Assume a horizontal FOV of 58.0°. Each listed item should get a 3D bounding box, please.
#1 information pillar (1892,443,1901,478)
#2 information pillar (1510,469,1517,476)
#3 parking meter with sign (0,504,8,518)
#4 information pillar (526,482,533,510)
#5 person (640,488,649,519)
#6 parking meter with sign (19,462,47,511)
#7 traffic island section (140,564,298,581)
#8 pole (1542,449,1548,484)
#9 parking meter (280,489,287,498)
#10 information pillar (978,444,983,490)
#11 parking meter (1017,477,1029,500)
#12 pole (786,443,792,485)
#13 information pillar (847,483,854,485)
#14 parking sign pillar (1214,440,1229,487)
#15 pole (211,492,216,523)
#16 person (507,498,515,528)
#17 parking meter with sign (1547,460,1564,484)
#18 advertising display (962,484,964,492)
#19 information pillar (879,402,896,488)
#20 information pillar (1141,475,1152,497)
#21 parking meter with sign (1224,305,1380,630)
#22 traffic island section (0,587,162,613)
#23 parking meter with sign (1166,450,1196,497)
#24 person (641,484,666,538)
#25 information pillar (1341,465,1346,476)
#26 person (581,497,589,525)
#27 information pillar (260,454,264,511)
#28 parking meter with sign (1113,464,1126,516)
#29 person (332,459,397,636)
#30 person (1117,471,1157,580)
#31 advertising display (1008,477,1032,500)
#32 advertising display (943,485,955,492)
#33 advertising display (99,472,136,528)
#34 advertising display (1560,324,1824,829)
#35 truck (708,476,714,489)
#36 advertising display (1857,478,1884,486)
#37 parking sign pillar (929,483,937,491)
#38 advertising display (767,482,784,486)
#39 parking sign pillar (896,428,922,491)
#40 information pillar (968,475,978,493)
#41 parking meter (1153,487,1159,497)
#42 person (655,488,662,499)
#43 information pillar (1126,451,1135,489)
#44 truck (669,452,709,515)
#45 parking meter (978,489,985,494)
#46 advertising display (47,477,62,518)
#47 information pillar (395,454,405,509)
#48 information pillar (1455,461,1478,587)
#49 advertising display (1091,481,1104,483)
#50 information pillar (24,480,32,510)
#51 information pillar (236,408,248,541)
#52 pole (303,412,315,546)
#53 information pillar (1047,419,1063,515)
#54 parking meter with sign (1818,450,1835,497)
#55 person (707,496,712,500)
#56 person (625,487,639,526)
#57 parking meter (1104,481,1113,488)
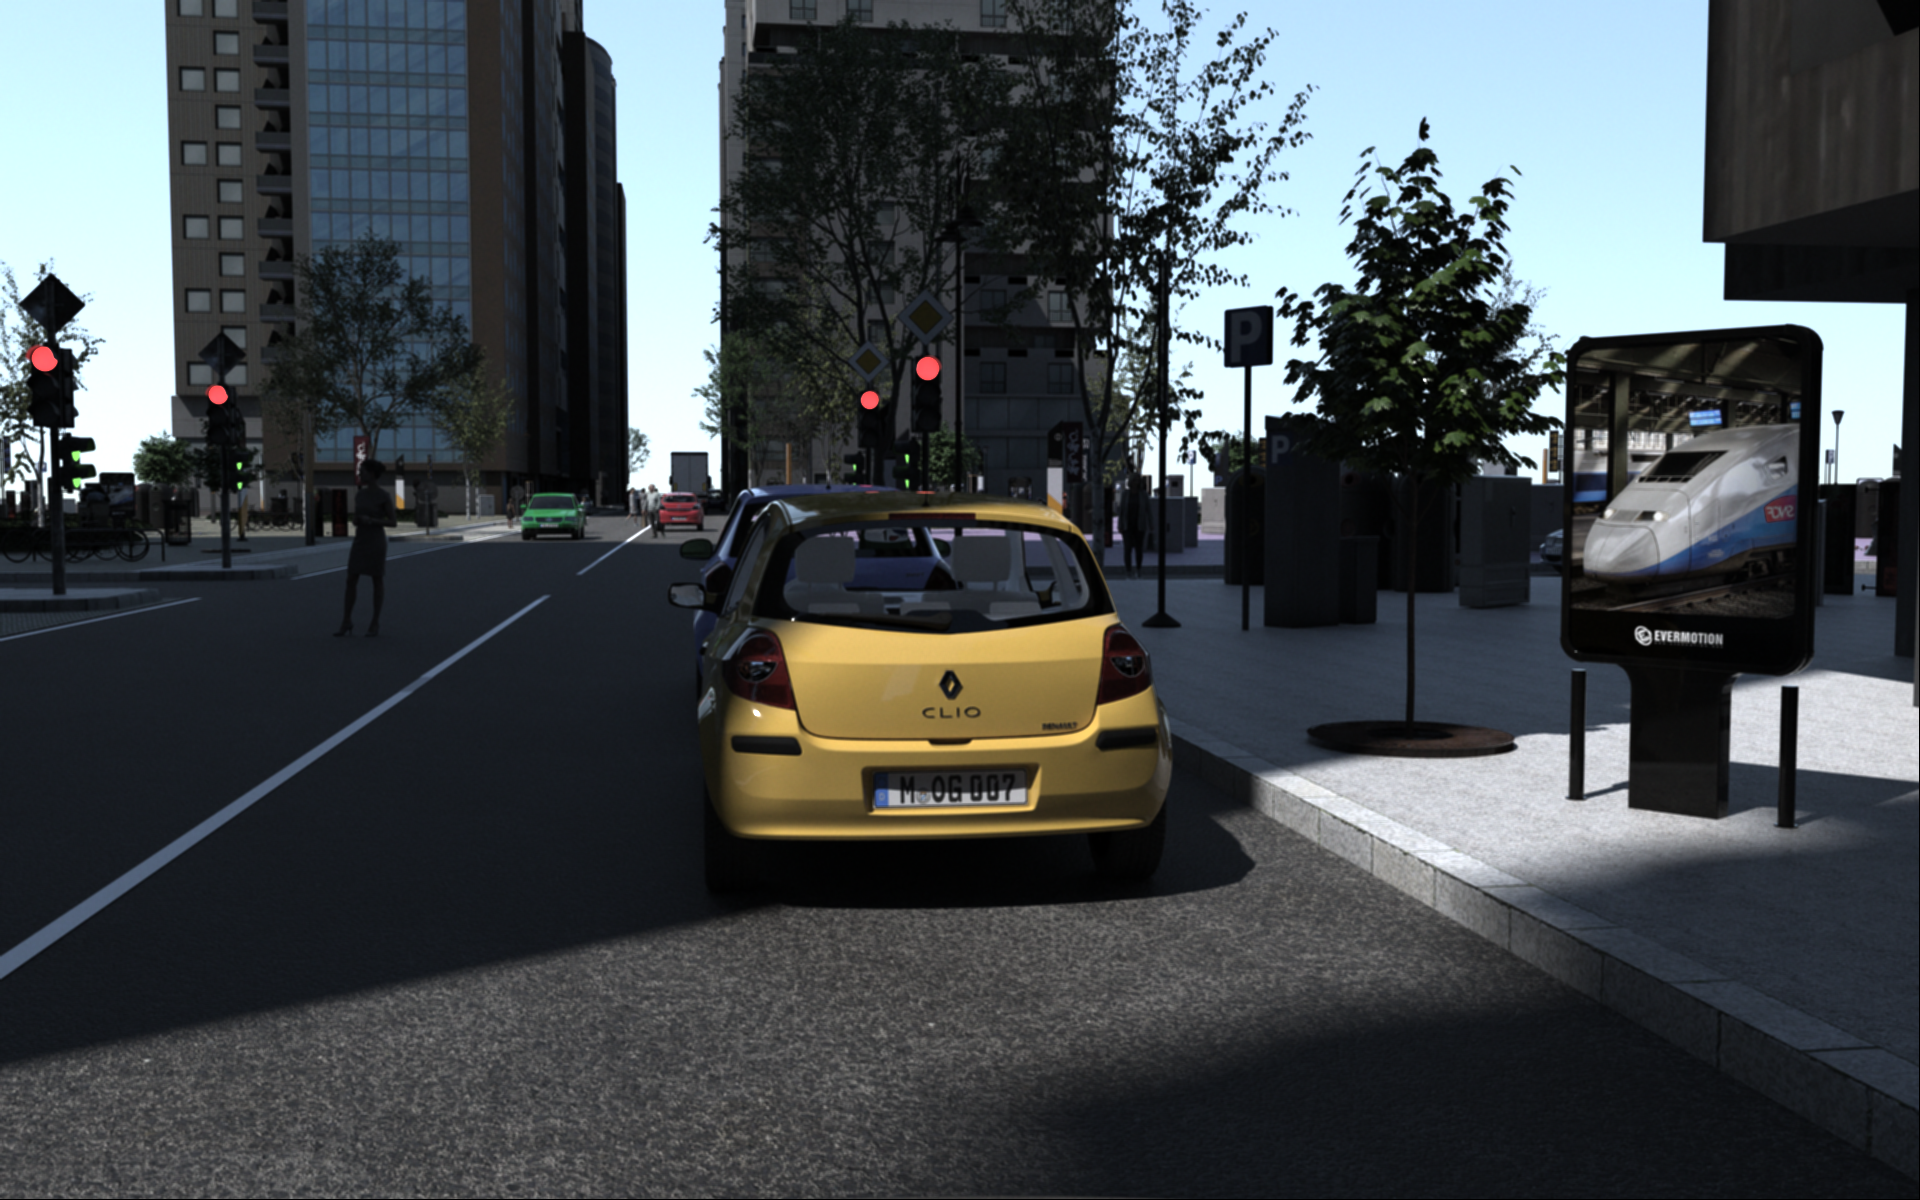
[{"bbox_3d":[43.294,-5.421,79.992,0.183,3.616,0.504,-2,4,-30],"label":"information pillar"},{"bbox_3d":[34.231,-7.086,107.215,0.504,3.616,0.183,3,4,38],"label":"information pillar"},{"bbox_3d":[-40.486,-4.647,72.235,0.543,3.016,1.738,0,4,7],"label":"parking meter with sign"},{"bbox_3d":[-25.388,-5.975,102.175,0.304,2.012,0.304,-3,5,-42],"label":"information pillar"},{"bbox_3d":[-18.155,-5.585,100.180,0.716,1.782,0.532,1,4,23],"label":"person"},{"bbox_3d":[-50.152,-5.957,93.651,0.543,3.016,1.738,0,4,7],"label":"parking meter with sign"},{"bbox_3d":[-12.766,-0.479,30.111,2.009,0.180,2.903,-1,4,-9],"label":"traffic island section"},{"bbox_3d":[26.197,-5.121,77.579,0.158,3.312,0.155,0,3,0],"label":"pole"},{"bbox_3d":[-37.516,-5.360,96.040,0.372,1.533,0.369,0,3,0],"label":"parking meter"},{"bbox_3d":[0.968,-5.493,81.161,0.183,3.616,0.504,-1,4,-21],"label":"information pillar"},{"bbox_3d":[2.153,-3.277,59.293,0.399,1.863,0.255,1,4,22],"label":"parking meter"},{"bbox_3d":[-6.889,-4.646,69.812,0.158,3.312,0.155,0,3,0],"label":"pole"},{"bbox_3d":[-5.286,-4.849,83.778,0.304,2.012,0.304,0,4,7],"label":"information pillar"},{"bbox_3d":[12.279,-5.676,81.279,1.447,3.967,1.447,1,4,21],"label":"parking sign pillar"},{"bbox_3d":[-32.665,-5.006,75.698,0.158,3.312,0.155,0,3,0],"label":"pole"},{"bbox_3d":[-18.771,-3.620,72.361,0.362,1.253,0.373,2,4,28],"label":"person"},{"bbox_3d":[30.440,-5.655,88.718,0.543,3.016,1.738,-1,4,-12],"label":"parking meter with sign"},{"bbox_3d":[-0.229,-5.542,95.827,0.974,1.923,0.123,-2,4,-27],"label":"advertising display"},{"bbox_3d":[-1.767,-3.074,41.610,0.504,3.616,0.183,0,4,-7],"label":"information pillar"},{"bbox_3d":[7.114,-3.766,66.064,0.304,2.012,0.304,2,4,35],"label":"information pillar"},{"bbox_3d":[3.351,-1.254,16.770,1.738,3.016,0.543,-3,4,-38],"label":"parking meter with sign"},{"bbox_3d":[-11.568,0.004,22.216,2.009,0.180,2.903,-1,4,-9],"label":"traffic island section"},{"bbox_3d":[8.483,-4.440,68.856,1.738,3.016,0.543,-1,4,-22],"label":"parking meter with sign"},{"bbox_3d":[-10.002,-2.893,56.287,0.782,1.767,0.515,2,4,28],"label":"person"},{"bbox_3d":[7.726,-2.637,34.462,0.504,3.616,0.183,0,4,-3],"label":"information pillar"},{"bbox_3d":[-17.291,-4.072,79.321,0.590,1.304,0.306,-2,4,-26],"label":"person"},{"bbox_3d":[-40.778,-6.717,101.178,0.183,3.616,0.504,-2,4,-28],"label":"information pillar"},{"bbox_3d":[9.258,-6.325,99.668,0.543,3.016,1.738,3,5,40],"label":"parking meter with sign"},{"bbox_3d":[-6.004,-0.527,17.465,0.599,1.781,0.374,1,4,19],"label":"person"},{"bbox_3d":[2.947,-1.211,28.487,0.709,1.800,0.728,1,4,10],"label":"person"},{"bbox_3d":[2.326,-3.785,67.106,0.974,1.923,0.123,-2,4,-27],"label":"advertising display"},{"bbox_3d":[-0.554,-5.459,94.464,0.123,1.923,0.974,-3,5,-41],"label":"advertising display"},{"bbox_3d":[-25.062,-2.833,51.532,0.123,1.923,0.974,3,5,45],"label":"advertising display"},{"bbox_3d":[2.893,-0.105,6.925,0.123,1.923,0.974,-3,5,-44],"label":"advertising display"},{"bbox_3d":[-36.881,-15.794,247.997,2.967,4.110,18.799,0,4,-7],"label":"truck"},{"bbox_3d":[36.819,-3.970,70.119,0.974,1.923,0.123,1,4,13],"label":"advertising display"},{"bbox_3d":[-1.846,-6.016,86.827,1.447,3.967,1.447,1,4,13],"label":"parking sign pillar"},{"bbox_3d":[-9.932,-5.385,93.263,0.974,1.923,0.123,-2,4,-23],"label":"advertising display"},{"bbox_3d":[-2.645,-5.017,70.495,1.447,3.967,1.447,3,5,41],"label":"parking sign pillar"},{"bbox_3d":[0.500,-3.848,67.405,0.304,2.012,0.304,-1,4,-22],"label":"information pillar"},{"bbox_3d":[6.221,-2.802,54.221,0.372,1.533,0.369,0,3,0],"label":"parking meter"},{"bbox_3d":[-20.781,-6.738,118.676,1.348,1.824,0.705,2,4,34],"label":"person"},{"bbox_3d":[9.345,-6.335,94.935,0.504,3.616,0.183,1,4,8],"label":"information pillar"},{"bbox_3d":[-18.819,-8.046,120.464,2.839,4.237,11.283,-1,4,-9],"label":"truck"},{"bbox_3d":[0.946,-4.373,79.904,0.372,1.533,0.369,0,3,0],"label":"parking meter"},{"bbox_3d":[-34.427,-3.713,65.914,0.123,1.923,0.974,0,4,-4],"label":"advertising display"},{"bbox_3d":[-32.481,-6.676,100.512,0.504,3.616,0.183,0,4,6],"label":"information pillar"},{"bbox_3d":[6.986,-1.198,24.078,0.304,2.012,0.304,3,5,39],"label":"information pillar"},{"bbox_3d":[6.517,-4.629,80.895,0.974,1.923,0.123,3,5,41],"label":"advertising display"},{"bbox_3d":[-49.531,-5.357,92.075,0.304,2.012,0.304,-2,4,-30],"label":"information pillar"},{"bbox_3d":[-19.612,-3.421,47.295,0.183,3.616,0.504,0,4,-2],"label":"information pillar"},{"bbox_3d":[-16.188,-3.010,43.061,0.158,3.312,0.155,0,3,0],"label":"pole"},{"bbox_3d":[2.998,-3.853,54.352,0.504,3.616,0.183,0,4,-5],"label":"information pillar"},{"bbox_3d":[33.575,-4.422,68.564,0.543,3.016,1.738,-3,4,-38],"label":"parking meter with sign"},{"bbox_3d":[-19.112,-7.347,129.335,1.217,1.736,0.721,0,4,5],"label":"person"},{"bbox_3d":[-14.780,-4.211,78.108,0.466,1.731,0.760,2,4,32],"label":"person"},{"bbox_3d":[6.654,-4.421,77.999,0.399,1.863,0.255,3,5,43],"label":"parking meter"}]
